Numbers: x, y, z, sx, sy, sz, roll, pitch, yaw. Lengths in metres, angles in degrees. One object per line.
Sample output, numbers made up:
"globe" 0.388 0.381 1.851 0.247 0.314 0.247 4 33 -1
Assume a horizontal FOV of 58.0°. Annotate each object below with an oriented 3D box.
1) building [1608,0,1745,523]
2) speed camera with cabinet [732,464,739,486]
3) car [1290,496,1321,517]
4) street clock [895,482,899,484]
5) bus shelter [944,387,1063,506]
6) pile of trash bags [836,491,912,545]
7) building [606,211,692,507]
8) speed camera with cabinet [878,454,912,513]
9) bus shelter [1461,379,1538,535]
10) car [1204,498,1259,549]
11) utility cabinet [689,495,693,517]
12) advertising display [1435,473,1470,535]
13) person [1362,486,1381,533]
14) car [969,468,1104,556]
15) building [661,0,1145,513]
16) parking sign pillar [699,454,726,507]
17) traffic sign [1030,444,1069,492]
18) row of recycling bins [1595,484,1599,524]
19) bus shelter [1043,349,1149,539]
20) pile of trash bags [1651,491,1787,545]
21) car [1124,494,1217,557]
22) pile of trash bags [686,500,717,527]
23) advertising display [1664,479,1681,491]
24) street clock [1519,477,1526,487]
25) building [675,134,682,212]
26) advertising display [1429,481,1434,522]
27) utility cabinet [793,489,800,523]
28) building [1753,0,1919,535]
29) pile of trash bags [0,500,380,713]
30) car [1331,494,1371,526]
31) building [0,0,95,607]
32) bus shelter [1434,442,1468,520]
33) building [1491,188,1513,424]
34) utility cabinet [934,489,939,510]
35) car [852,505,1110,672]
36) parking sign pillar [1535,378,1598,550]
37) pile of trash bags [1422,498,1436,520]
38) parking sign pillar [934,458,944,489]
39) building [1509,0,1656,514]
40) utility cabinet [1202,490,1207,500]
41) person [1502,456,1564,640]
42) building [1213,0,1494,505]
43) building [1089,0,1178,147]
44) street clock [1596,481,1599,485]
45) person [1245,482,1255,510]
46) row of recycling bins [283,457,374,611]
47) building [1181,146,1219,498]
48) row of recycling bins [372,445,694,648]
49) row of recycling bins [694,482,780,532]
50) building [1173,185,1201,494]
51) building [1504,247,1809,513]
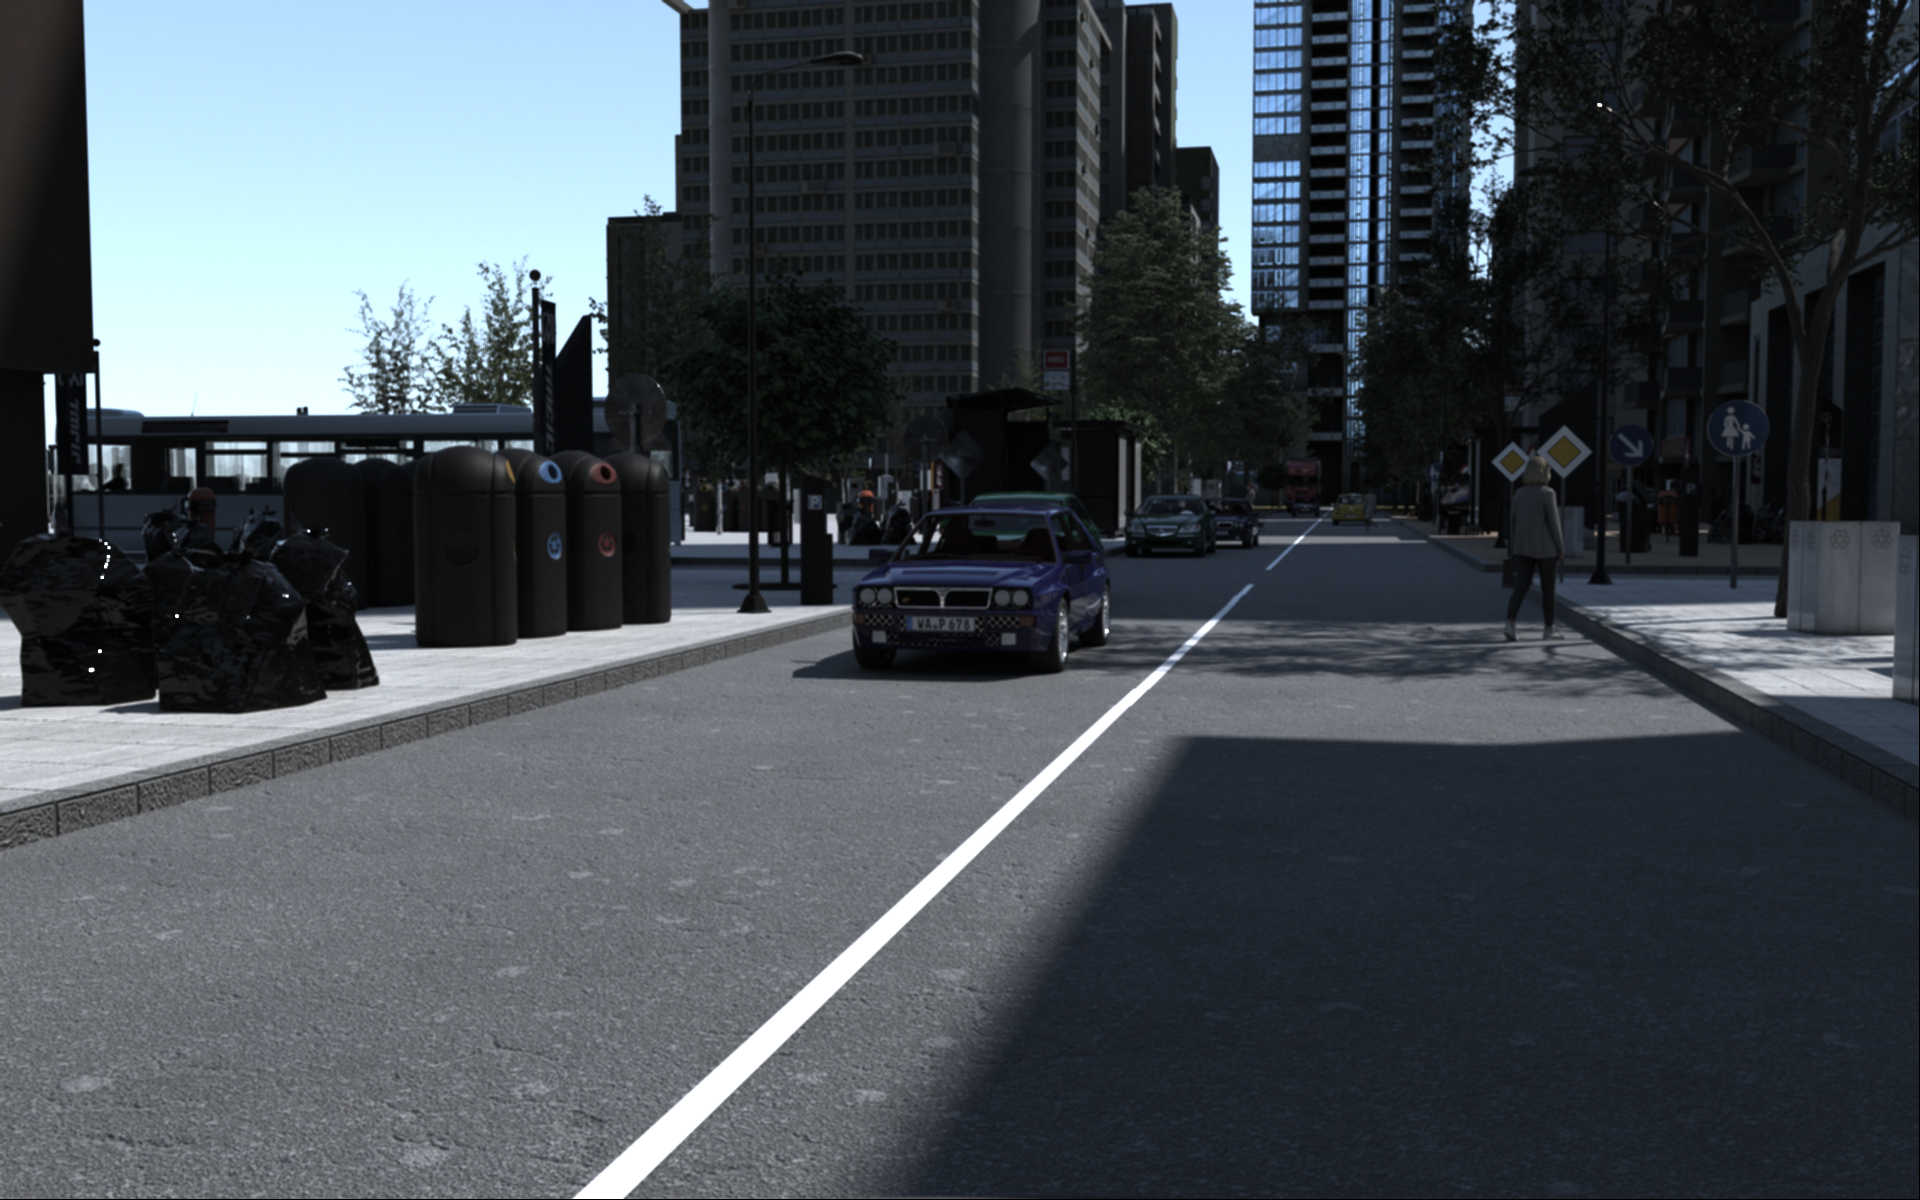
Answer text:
"building" 44.183 -26.129 81.831 22.147 44.769 28.867 1 4 13
"speed camera with cabinet" -14.671 -6.872 106.686 2.038 3.252 0.660 0 4 2
"car" 22.109 -6.005 110.760 1.945 1.354 3.894 1 4 12
"street clock" -3.866 -6.238 106.563 0.358 2.002 0.471 0 4 -2
"bus shelter" 1.118 -3.060 41.313 1.731 3.624 6.357 1 4 13
"pile of trash bags" -2.276 -2.147 44.858 1.912 1.369 3.447 -1 4 -11
"building" -27.534 -25.019 180.758 14.107 30.474 14.160 1 4 13
"speed camera with cabinet" -2.967 -5.550 85.083 2.038 3.252 0.660 -1 4 -14
"bus shelter" 18.061 -4.926 58.168 2.179 5.291 8.768 1 4 13
"car" 7.103 -2.086 46.687 1.945 1.354 3.894 1 4 13
"utility cabinet" -14.487 -5.185 95.929 1.020 1.237 0.306 0 4 1
"advertising display" 15.352 -2.975 53.851 0.974 1.923 0.123 0 4 -3
"person" 14.977 -3.289 63.033 0.760 1.731 0.466 2 4 34
"car" 0.836 -0.873 23.068 1.959 1.807 4.718 1 4 12
"building" -2.996 -26.471 124.687 32.217 40.220 23.993 1 4 13
"parking sign pillar" -12.068 -5.873 84.488 1.447 3.967 1.447 0 4 -7
"traffic sign" 1.785 -1.906 34.798 0.795 2.450 0.064 1 4 13
"row of recycling bins" 25.952 -4.112 74.342 3.534 1.692 1.069 0 4 -6
"bus shelter" 3.946 -4.459 50.535 2.179 5.291 8.768 1 4 13
"pile of trash bags" 19.896 -2.154 44.963 3.447 1.369 1.912 1 4 20
"car" 5.013 -1.777 40.859 2.131 1.459 4.920 1 4 13
"pile of trash bags" -10.264 -3.611 68.790 3.447 1.369 1.912 2 4 30
"advertising display" 29.745 -4.089 72.070 0.974 1.923 0.123 -1 4 -11
"street clock" 23.568 -4.140 72.262 0.358 2.002 0.471 -3 4 -38
"building" -22.175 -36.498 220.446 21.600 48.544 21.300 1 4 13
"advertising display" 21.817 -4.490 78.619 0.974 1.923 0.123 0 4 2
"utility cabinet" -7.111 -4.156 76.626 0.318 1.500 1.173 -1 4 -16
"building" 37.988 -44.664 42.924 31.000 86.520 22.319 1 4 13
"pile of trash bags" -5.526 -0.096 11.317 3.447 1.369 1.912 1 4 17
"car" 18.181 -4.284 80.267 2.015 1.641 3.980 1 4 14
"building" -18.651 -22.260 14.054 14.200 45.320 14.600 1 4 13
"bus shelter" 23.320 -5.527 81.643 1.731 3.624 6.357 1 4 13
"building" 75.659 -31.400 205.274 23.993 40.220 32.217 1 4 13
"utility cabinet" -0.702 -4.031 74.580 1.173 1.500 0.318 -1 4 -21
"car" 0.275 -0.166 15.287 1.945 1.354 3.894 1 4 13
"parking sign pillar" 14.128 -3.178 40.426 1.447 3.967 1.447 0 4 6
"pile of trash bags" 24.375 -4.741 87.275 1.912 1.369 3.447 2 4 25
"parking sign pillar" -1.473 -6.938 101.914 1.447 3.967 1.447 0 4 -6
"building" 50.350 -35.520 122.759 21.231 58.520 28.212 1 4 13
"utility cabinet" 14.891 -5.921 105.490 0.318 1.500 1.173 1 4 12
"person" 5.577 -0.509 17.007 0.728 1.800 0.709 -2 4 -32
"building" 46.682 -54.551 204.573 31.000 86.520 22.319 1 4 13
"building" 9.948 -28.007 141.506 14.154 41.232 14.086 1 4 13
"street clock" 34.294 -5.454 93.749 0.471 2.002 0.358 3 4 36
"person" 8.886 -2.753 53.779 0.573 1.790 0.520 -1 4 -9
"row of recycling bins" -6.623 -0.815 20.436 1.069 1.692 3.534 1 4 15
"building" 23.537 -32.066 207.868 14.086 41.232 14.154 1 4 13
"row of recycling bins" -3.818 -0.547 16.060 1.069 1.692 3.534 1 4 19
"row of recycling bins" -7.548 -3.180 59.112 3.534 1.692 1.069 2 4 25
"building" 16.369 -24.412 170.842 14.107 30.474 14.160 1 4 13
"building" 58.237 -51.265 150.857 22.319 86.520 31.000 1 4 13
